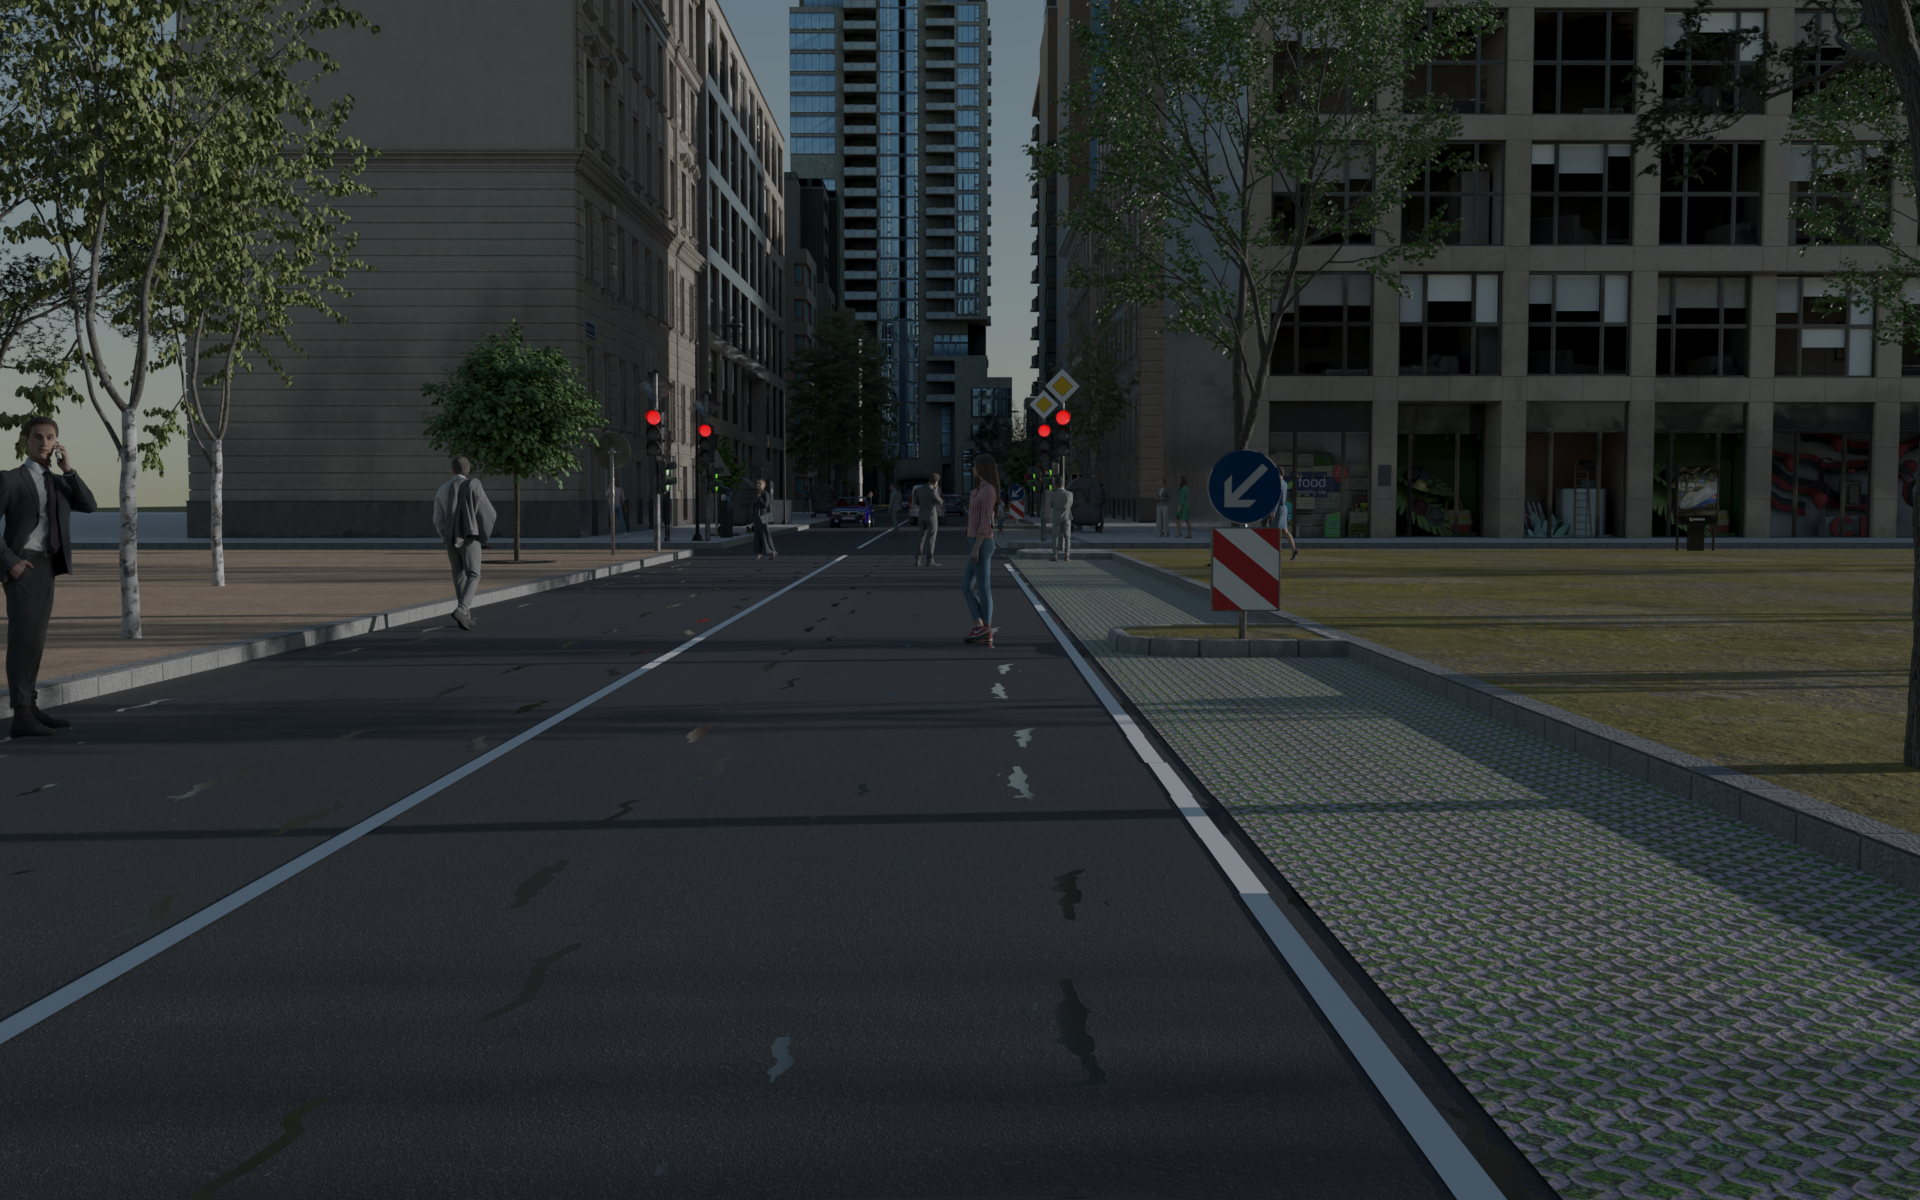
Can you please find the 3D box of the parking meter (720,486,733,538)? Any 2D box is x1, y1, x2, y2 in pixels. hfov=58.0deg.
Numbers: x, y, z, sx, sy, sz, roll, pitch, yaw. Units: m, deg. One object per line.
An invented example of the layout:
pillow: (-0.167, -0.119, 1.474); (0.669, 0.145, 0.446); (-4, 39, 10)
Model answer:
parking meter: (-6.861, -2.594, 50.826); (0.372, 1.533, 0.369); (0, 3, 0)

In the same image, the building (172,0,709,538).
building: (-16.722, -16.171, 61.660); (12.463, 27.353, 25.104); (0, 4, 0)

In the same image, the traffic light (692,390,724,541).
traffic light: (-6.816, -3.540, 46.808); (0.839, 4.253, 0.868); (0, 4, 0)

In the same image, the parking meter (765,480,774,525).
parking meter: (-8.014, -4.104, 72.813); (0.255, 1.863, 0.399); (1, 4, 14)

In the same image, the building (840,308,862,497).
building: (-25.423, -20.563, 181.237); (28.899, 21.520, 27.650); (0, 4, 0)

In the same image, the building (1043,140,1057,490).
building: (13.830, -22.801, 144.500); (14.160, 30.474, 14.107); (0, 4, 0)

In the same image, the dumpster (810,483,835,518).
dumpster: (-7.398, -5.349, 93.215); (1.264, 1.857, 1.865); (0, 3, 0)

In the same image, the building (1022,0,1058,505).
building: (22.062, -55.362, 217.840); (31.000, 86.520, 22.319); (0, 4, 0)

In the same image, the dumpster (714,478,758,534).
dumpster: (-7.341, -3.114, 56.668); (1.264, 1.857, 1.865); (0, 4, 0)

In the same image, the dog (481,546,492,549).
dog: (-11.556, -1.330, 41.930); (0.748, 0.427, 0.550); (1, 4, 11)

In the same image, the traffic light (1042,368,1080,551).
traffic light: (2.272, -3.055, 38.869); (0.839, 4.253, 0.868); (0, 4, 0)

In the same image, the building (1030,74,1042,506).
building: (18.598, -32.115, 179.701); (22.147, 44.769, 28.867); (0, 4, 0)

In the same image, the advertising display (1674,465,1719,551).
advertising display: (16.603, -2.070, 39.054); (0.974, 1.923, 0.123); (0, 4, -4)

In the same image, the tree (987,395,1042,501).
tree: (4.548, -10.885, 128.327); (4.360, 8.622, 3.978); (0, 3, 0)

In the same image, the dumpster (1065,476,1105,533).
dumpster: (4.171, -3.179, 57.736); (1.264, 1.857, 1.865); (0, 4, 0)

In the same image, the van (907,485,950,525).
van: (-1.513, -4.558, 81.530); (2.013, 2.044, 4.112); (0, 4, 1)

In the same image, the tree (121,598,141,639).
tree: (-7.379, -3.978, 15.403); (4.737, 8.622, 4.395); (0, 3, 0)

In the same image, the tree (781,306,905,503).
tree: (-7.050, -11.441, 105.190); (7.486, 12.596, 7.792); (0, 3, 0)

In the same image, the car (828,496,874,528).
car: (-4.654, -3.787, 74.501); (1.945, 1.354, 3.894); (0, 4, 1)

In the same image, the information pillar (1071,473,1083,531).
information pillar: (4.065, -3.412, 60.280); (0.304, 2.012, 0.304); (3, 4, 36)

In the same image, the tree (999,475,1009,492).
tree: (4.139, -10.749, 170.346); (1.663, 3.219, 1.824); (0, 3, 0)

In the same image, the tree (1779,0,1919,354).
tree: (18.753, -6.451, 31.237); (9.928, 11.665, 9.643); (0, 3, 0)

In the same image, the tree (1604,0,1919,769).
tree: (4.879, -4.502, 8.022); (7.601, 10.594, 8.767); (-3, 4, -38)

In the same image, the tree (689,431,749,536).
tree: (-7.161, -3.577, 53.085); (1.663, 3.219, 1.824); (0, 3, 0)

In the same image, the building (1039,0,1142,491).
building: (14.472, -31.074, 158.176); (14.600, 45.320, 14.200); (0, 4, 0)

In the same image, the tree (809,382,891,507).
tree: (-7.774, -9.901, 112.238); (4.737, 8.622, 4.395); (0, 3, 0)

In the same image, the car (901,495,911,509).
car: (-4.569, -7.831, 140.610); (1.945, 1.354, 3.894); (0, 4, 0)

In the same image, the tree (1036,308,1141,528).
tree: (5.009, -7.088, 66.256); (4.737, 8.622, 4.395); (0, 3, 0)

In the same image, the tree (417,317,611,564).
tree: (-8.224, -2.968, 32.236); (4.285, 4.588, 4.351); (0, 3, 0)

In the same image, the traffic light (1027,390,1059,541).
traffic light: (2.245, -3.543, 46.854); (0.839, 4.253, 0.868); (0, 4, 0)

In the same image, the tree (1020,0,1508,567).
tree: (5.090, -6.389, 30.210); (9.928, 11.665, 9.643); (0, 3, 0)

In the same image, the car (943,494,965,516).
car: (-0.640, -6.300, 115.000); (2.014, 1.417, 4.499); (0, 4, 1)

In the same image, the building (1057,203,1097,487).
building: (12.652, -16.848, 111.615); (11.583, 22.565, 21.152); (0, 4, 0)

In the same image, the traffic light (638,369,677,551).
traffic light: (-6.789, -3.052, 38.823); (0.839, 4.253, 0.868); (0, 4, 0)

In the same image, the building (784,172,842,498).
building: (-18.308, -23.617, 157.834); (14.160, 30.474, 14.107); (0, 4, 0)

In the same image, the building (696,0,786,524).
building: (-20.510, -17.540, 91.297); (19.350, 26.468, 34.151); (0, 4, 0)

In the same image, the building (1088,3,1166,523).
building: (13.569, -17.806, 88.388); (12.463, 27.353, 25.104); (0, 4, 0)

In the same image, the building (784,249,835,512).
building: (-24.641, -17.834, 136.623); (27.650, 21.520, 28.899); (0, 4, 0)

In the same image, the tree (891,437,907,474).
tree: (-7.615, -13.455, 170.350); (4.737, 8.622, 4.395); (0, 3, 0)

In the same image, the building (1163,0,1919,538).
building: (25.145, -15.554, 58.832); (34.151, 26.468, 19.350); (0, 4, 0)

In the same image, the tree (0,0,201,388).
tree: (-17.059, -5.890, 30.720); (8.767, 10.594, 7.601); (1, 4, 16)

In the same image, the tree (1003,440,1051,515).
tree: (4.179, -7.398, 104.670); (4.285, 4.588, 4.351); (0, 3, 0)

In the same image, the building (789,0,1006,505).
building: (-9.179, -55.382, 218.161); (31.000, 86.520, 22.319); (0, 4, 0)
